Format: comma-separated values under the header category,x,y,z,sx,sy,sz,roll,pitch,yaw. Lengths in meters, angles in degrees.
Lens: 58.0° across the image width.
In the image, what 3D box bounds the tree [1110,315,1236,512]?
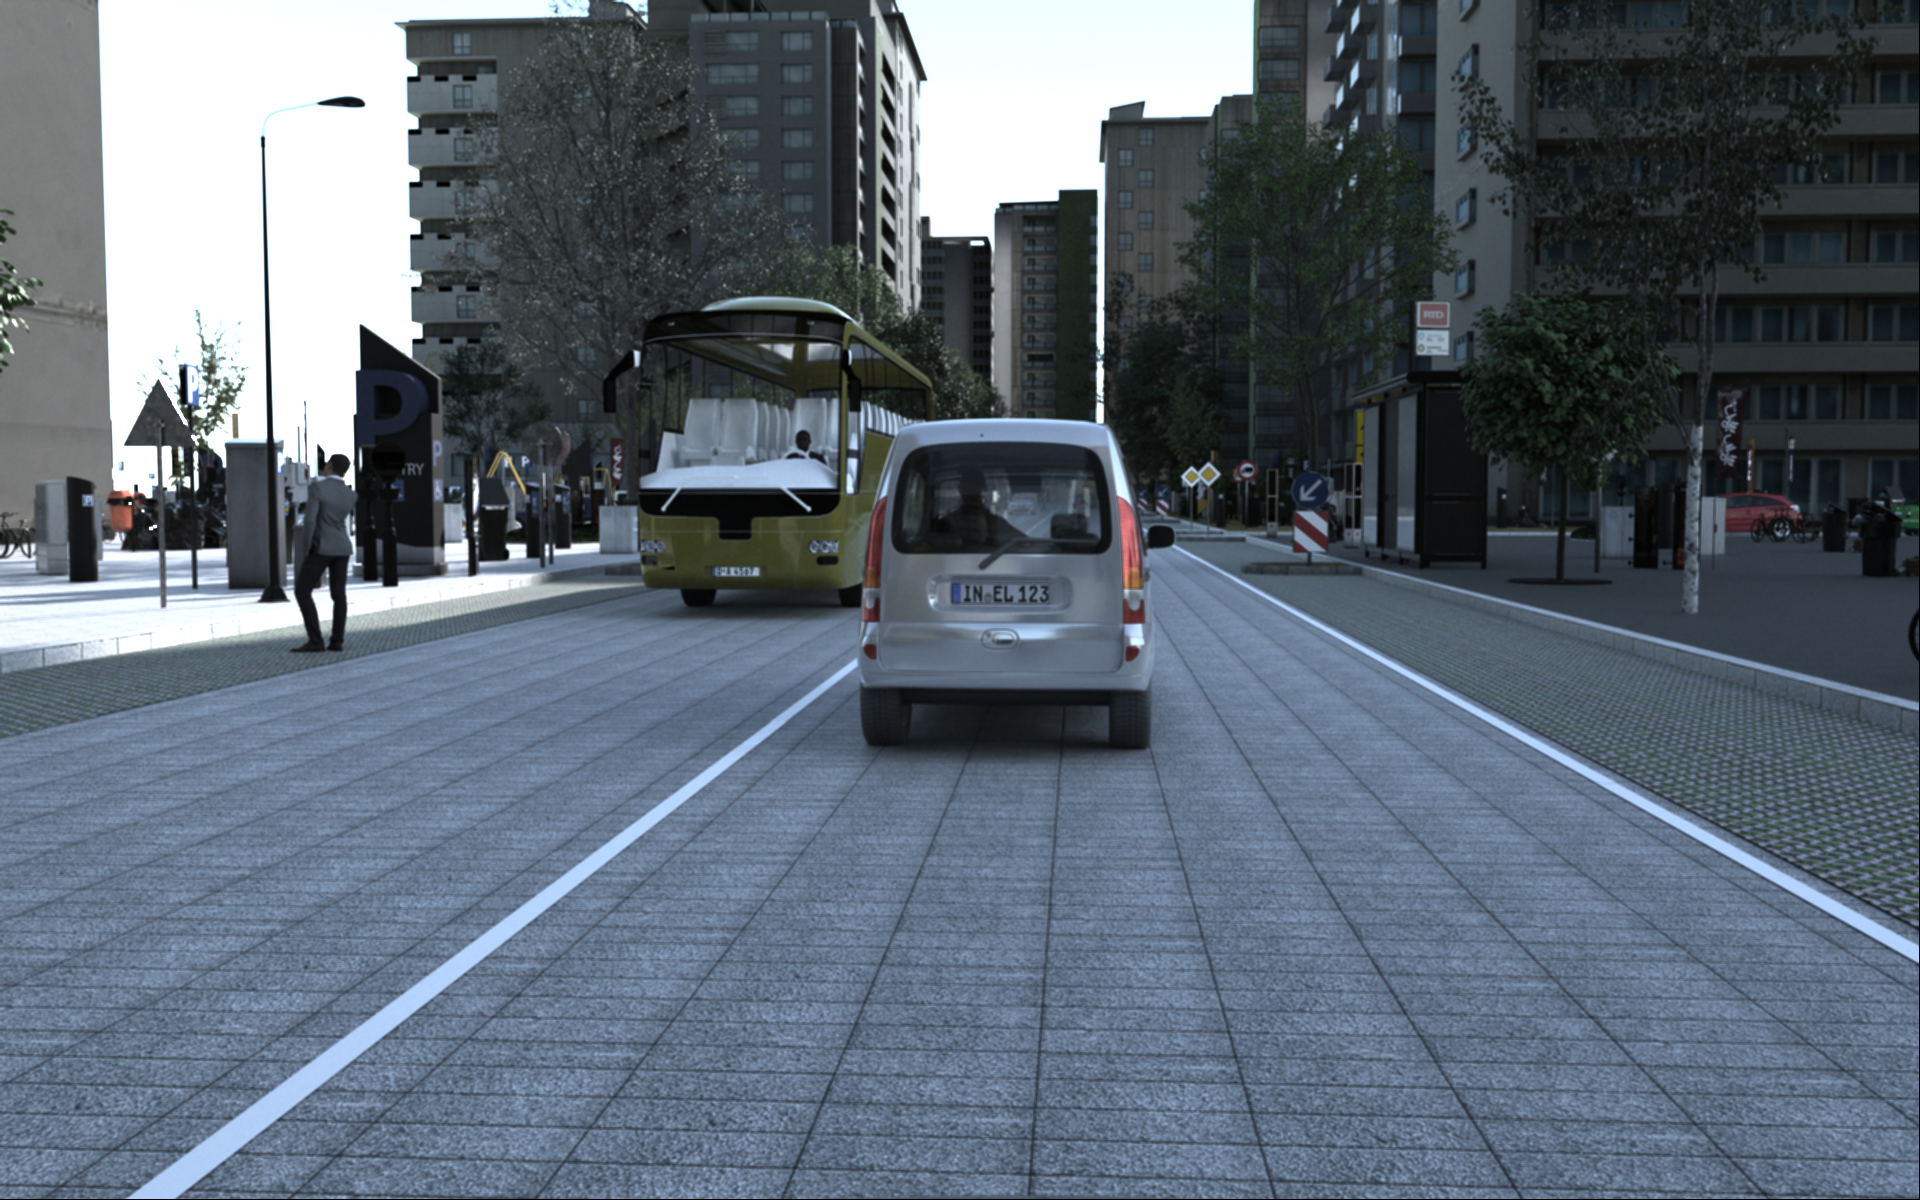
category,x,y,z,sx,sy,sz,roll,pitch,yaw
tree,15.076,-13.213,122.680,9.857,13.997,8.962,0,3,0

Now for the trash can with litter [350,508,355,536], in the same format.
category,x,y,z,sx,sy,sz,roll,pitch,yaw
trash can with litter,-18.592,-2.536,52.849,0.624,1.170,1.055,3,5,44

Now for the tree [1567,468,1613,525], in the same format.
category,x,y,z,sx,sy,sz,roll,pitch,yaw
tree,23.309,-4.222,63.631,1.663,3.219,1.824,0,3,0

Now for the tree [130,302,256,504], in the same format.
category,x,y,z,sx,sy,sz,roll,pitch,yaw
tree,-28.861,-7.070,65.951,4.737,8.622,4.395,0,3,0

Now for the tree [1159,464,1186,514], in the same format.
category,x,y,z,sx,sy,sz,roll,pitch,yaw
tree,14.058,-7.068,110.163,1.663,3.219,1.824,0,3,0

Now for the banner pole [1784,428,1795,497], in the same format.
category,x,y,z,sx,sy,sz,roll,pitch,yaw
banner pole,31.575,-4.646,65.987,0.863,3.779,0.401,-3,4,-37

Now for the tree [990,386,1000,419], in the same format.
category,x,y,z,sx,sy,sz,roll,pitch,yaw
tree,0.034,-13.306,143.304,9.928,11.665,9.643,0,3,0

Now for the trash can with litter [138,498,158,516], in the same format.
category,x,y,z,sx,sy,sz,roll,pitch,yaw
trash can with litter,-25.618,-2.663,54.932,0.624,1.170,1.055,-1,4,-10

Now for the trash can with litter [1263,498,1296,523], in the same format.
category,x,y,z,sx,sy,sz,roll,pitch,yaw
trash can with litter,14.376,-4.058,77.408,2.233,1.210,1.678,1,4,19

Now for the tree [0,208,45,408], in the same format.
category,x,y,z,sx,sy,sz,roll,pitch,yaw
tree,-9.379,-1.877,14.396,4.285,4.588,4.351,0,3,0

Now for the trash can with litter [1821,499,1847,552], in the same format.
category,x,y,z,sx,sy,sz,roll,pitch,yaw
trash can with litter,19.675,-1.653,38.414,1.055,1.170,0.624,2,4,29

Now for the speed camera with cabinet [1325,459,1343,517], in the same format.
category,x,y,z,sx,sy,sz,roll,pitch,yaw
speed camera with cabinet,21.197,-6.344,98.066,2.038,3.252,0.660,-3,4,-37

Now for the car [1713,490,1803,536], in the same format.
category,x,y,z,sx,sy,sz,roll,pitch,yaw
car,25.105,-2.914,56.680,4.494,1.783,2.155,0,4,6

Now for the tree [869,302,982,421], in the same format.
category,x,y,z,sx,sy,sz,roll,pitch,yaw
tree,-3.262,-11.433,103.933,9.611,12.733,9.660,0,3,0

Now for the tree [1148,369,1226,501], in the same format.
category,x,y,z,sx,sy,sz,roll,pitch,yaw
tree,13.439,-9.259,101.743,4.737,8.622,4.395,0,3,0

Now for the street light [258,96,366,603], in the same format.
category,x,y,z,sx,sy,sz,roll,pitch,yaw
street light,-7.630,-2.928,20.407,1.470,5.913,1.316,0,4,4

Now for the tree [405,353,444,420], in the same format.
category,x,y,z,sx,sy,sz,roll,pitch,yaw
tree,-28.439,-8.498,89.305,4.360,8.622,3.978,0,3,0

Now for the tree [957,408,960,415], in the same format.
category,x,y,z,sx,sy,sz,roll,pitch,yaw
tree,3.375,-16.058,196.961,8.767,10.594,7.601,0,4,-3

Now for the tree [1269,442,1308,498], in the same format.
category,x,y,z,sx,sy,sz,roll,pitch,yaw
tree,21.241,-7.729,110.087,4.285,4.588,4.351,0,3,0

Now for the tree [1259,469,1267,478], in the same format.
category,x,y,z,sx,sy,sz,roll,pitch,yaw
tree,23.087,-8.305,130.392,1.663,3.219,1.824,0,3,0

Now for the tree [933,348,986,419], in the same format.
category,x,y,z,sx,sy,sz,roll,pitch,yaw
tree,-1.077,-13.222,134.310,7.486,12.596,7.792,0,3,0

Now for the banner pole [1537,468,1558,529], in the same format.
category,x,y,z,sx,sy,sz,roll,pitch,yaw
banner pole,21.630,-4.511,63.769,0.401,3.779,0.863,-3,5,-44

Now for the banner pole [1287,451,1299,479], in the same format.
category,x,y,z,sx,sy,sz,roll,pitch,yaw
banner pole,19.358,-6.760,100.545,0.863,3.779,0.401,1,4,15

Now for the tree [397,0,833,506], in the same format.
category,x,y,z,sx,sy,sz,roll,pitch,yaw
tree,-8.125,-8.047,41.945,12.009,13.543,11.850,0,3,0

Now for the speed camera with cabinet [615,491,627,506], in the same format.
category,x,y,z,sx,sy,sz,roll,pitch,yaw
speed camera with cabinet,-16.234,-5.645,86.636,2.038,3.252,0.660,-1,4,-10

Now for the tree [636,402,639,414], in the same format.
category,x,y,z,sx,sy,sz,roll,pitch,yaw
tree,-15.673,-8.799,94.220,4.360,8.622,3.978,0,3,0

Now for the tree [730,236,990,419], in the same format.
category,x,y,z,sx,sy,sz,roll,pitch,yaw
tree,-5.760,-8.741,68.665,9.928,11.665,9.643,0,3,0

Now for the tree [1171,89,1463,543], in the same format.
category,x,y,z,sx,sy,sz,roll,pitch,yaw
tree,9.204,-7.327,45.558,9.928,11.665,9.643,0,3,0

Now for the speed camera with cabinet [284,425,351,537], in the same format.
category,x,y,z,sx,sy,sz,roll,pitch,yaw
speed camera with cabinet,-18.836,-3.440,50.587,0.660,3.252,2.038,2,4,30

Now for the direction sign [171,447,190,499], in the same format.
category,x,y,z,sx,sy,sz,roll,pitch,yaw
direction sign,-35.577,-5.332,79.172,0.876,3.537,0.379,0,4,-1

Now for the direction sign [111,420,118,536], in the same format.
category,x,y,z,sx,sy,sz,roll,pitch,yaw
direction sign,-26.081,-3.736,53.076,0.379,3.537,0.876,-3,5,-43

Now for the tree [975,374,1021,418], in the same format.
category,x,y,z,sx,sy,sz,roll,pitch,yaw
tree,1.740,-16.263,176.262,12.009,13.543,11.850,0,3,0

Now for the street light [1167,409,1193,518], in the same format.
category,x,y,z,sx,sy,sz,roll,pitch,yaw
street light,11.963,-7.443,94.240,1.470,5.913,1.316,0,4,4

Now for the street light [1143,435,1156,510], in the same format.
category,x,y,z,sx,sy,sz,roll,pitch,yaw
street light,14.699,-9.990,135.879,1.470,5.913,1.316,0,4,4

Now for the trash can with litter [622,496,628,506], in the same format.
category,x,y,z,sx,sy,sz,roll,pitch,yaw
trash can with litter,-15.522,-4.200,79.733,2.233,1.210,1.678,2,4,30

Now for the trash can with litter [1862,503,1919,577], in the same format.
category,x,y,z,sx,sy,sz,roll,pitch,yaw
trash can with litter,14.556,-0.957,27.030,1.055,1.170,0.624,0,4,-2

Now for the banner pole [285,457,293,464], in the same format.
category,x,y,z,sx,sy,sz,roll,pitch,yaw
banner pole,-39.928,-6.890,102.664,0.863,3.779,0.401,0,4,0

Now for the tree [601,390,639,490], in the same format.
category,x,y,z,sx,sy,sz,roll,pitch,yaw
tree,-21.390,-10.091,115.355,4.737,8.622,4.395,0,3,0

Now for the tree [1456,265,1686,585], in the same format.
category,x,y,z,sx,sy,sz,roll,pitch,yaw
tree,8.678,-2.521,24.934,4.285,4.588,4.351,0,3,0

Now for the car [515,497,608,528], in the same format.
category,x,y,z,sx,sy,sz,roll,pitch,yaw
car,-13.623,-2.812,58.549,3.894,1.354,1.945,0,4,3

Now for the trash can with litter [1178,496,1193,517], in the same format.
category,x,y,z,sx,sy,sz,roll,pitch,yaw
trash can with litter,12.808,-5.269,97.535,1.055,1.170,0.624,2,4,28

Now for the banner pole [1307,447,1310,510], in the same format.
category,x,y,z,sx,sy,sz,roll,pitch,yaw
banner pole,16.803,-5.704,83.278,0.401,3.779,0.863,0,4,3

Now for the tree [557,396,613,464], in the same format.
category,x,y,z,sx,sy,sz,roll,pitch,yaw
tree,-28.027,-10.922,128.944,4.360,8.622,3.978,0,3,0

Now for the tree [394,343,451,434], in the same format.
category,x,y,z,sx,sy,sz,roll,pitch,yaw
tree,-26.546,-8.161,83.793,4.737,8.622,4.395,0,3,0

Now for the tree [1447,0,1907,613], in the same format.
category,x,y,z,sx,sy,sz,roll,pitch,yaw
tree,7.731,-4.175,18.619,4.360,8.622,3.978,0,3,0

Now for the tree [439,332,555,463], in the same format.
category,x,y,z,sx,sy,sz,roll,pitch,yaw
tree,-26.919,-10.071,99.065,8.767,10.594,7.601,1,4,9

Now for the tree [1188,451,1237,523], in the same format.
category,x,y,z,sx,sy,sz,roll,pitch,yaw
tree,11.407,-5.064,77.402,1.663,3.219,1.824,0,3,0

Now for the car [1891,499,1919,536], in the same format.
category,x,y,z,sx,sy,sz,roll,pitch,yaw
car,32.489,-2.868,55.688,4.718,1.807,1.959,0,4,5
